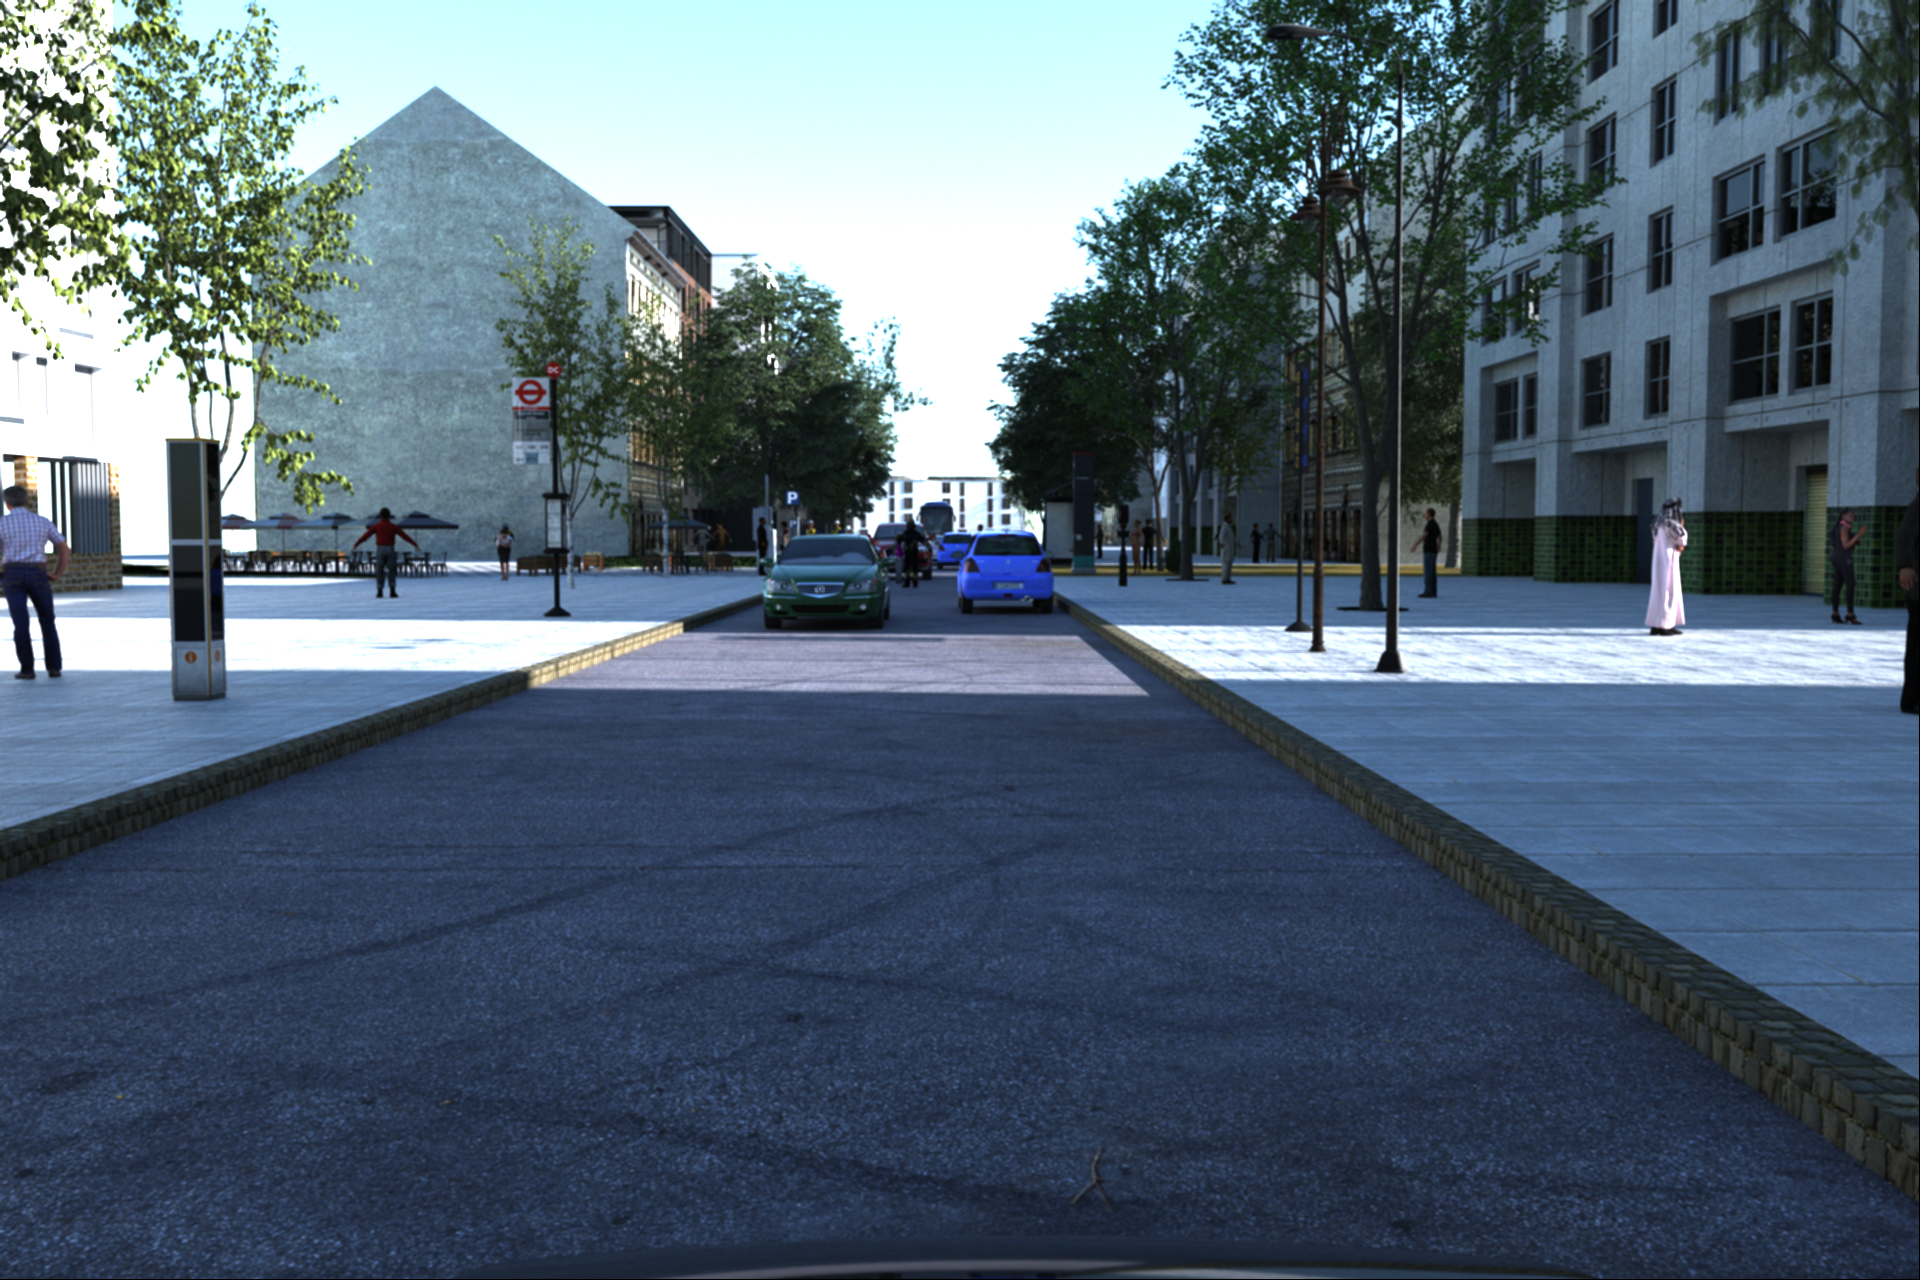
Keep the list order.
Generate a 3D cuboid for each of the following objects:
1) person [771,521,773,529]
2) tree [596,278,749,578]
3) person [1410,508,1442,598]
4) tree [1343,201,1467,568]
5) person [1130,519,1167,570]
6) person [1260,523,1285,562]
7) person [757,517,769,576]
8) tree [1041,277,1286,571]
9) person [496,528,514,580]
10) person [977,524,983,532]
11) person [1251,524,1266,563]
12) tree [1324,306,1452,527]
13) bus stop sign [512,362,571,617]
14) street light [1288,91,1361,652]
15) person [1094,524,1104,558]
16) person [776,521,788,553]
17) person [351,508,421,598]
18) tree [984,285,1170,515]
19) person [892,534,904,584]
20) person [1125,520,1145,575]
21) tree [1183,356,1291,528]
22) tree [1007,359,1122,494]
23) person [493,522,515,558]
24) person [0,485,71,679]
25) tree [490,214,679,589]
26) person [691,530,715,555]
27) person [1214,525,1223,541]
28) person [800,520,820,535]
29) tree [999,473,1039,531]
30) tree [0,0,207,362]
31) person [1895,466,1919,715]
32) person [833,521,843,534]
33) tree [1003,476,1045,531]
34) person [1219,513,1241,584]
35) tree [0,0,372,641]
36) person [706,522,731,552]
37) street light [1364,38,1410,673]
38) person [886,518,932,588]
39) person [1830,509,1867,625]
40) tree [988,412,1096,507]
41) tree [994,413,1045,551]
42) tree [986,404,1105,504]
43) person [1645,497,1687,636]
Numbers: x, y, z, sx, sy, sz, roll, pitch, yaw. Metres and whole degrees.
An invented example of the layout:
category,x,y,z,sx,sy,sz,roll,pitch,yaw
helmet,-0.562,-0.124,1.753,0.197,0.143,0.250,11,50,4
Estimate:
category,x,y,z,sx,sy,sz,roll,pitch,yaw
person,-7.793,-3.986,71.034,0.705,1.847,1.347,0,4,6
tree,-8.433,-6.146,50.851,4.737,8.622,4.395,0,3,0
person,9.499,-1.766,35.092,0.705,1.803,1.348,3,4,38
tree,18.749,-9.712,65.440,9.857,13.997,8.962,0,3,0
person,6.737,-3.425,61.929,1.347,1.837,0.705,1,4,10
person,14.325,-4.497,79.791,1.348,1.796,0.705,2,4,30
person,-6.092,-2.899,53.617,0.704,1.802,1.346,0,4,-2
tree,6.975,-7.669,59.803,8.767,10.594,7.601,0,4,4
person,-12.619,-2.363,47.862,0.628,1.438,0.799,-3,5,-42
person,0.784,-3.674,68.669,0.704,1.812,1.346,-1,4,-17
person,13.036,-4.223,75.767,0.721,1.740,1.216,3,5,39
tree,13.367,-6.462,56.014,4.360,8.622,3.978,0,3,0
bus stop sign,-6.515,-2.339,26.952,0.855,3.939,0.416,0,4,-1
street light,3.901,-2.809,18.718,0.468,5.910,1.993,0,3,0
person,7.362,-5.232,91.665,0.705,1.813,1.348,2,4,24
person,-7.603,-4.175,74.410,0.704,1.843,1.345,-2,4,-28
person,-11.610,-1.769,35.027,1.345,1.816,0.704,-1,4,-13
tree,5.943,-11.002,86.536,9.857,13.997,8.962,0,3,0
person,-1.696,-2.342,50.015,0.599,1.433,0.991,-2,4,-33
person,5.444,-2.890,54.054,0.721,1.733,1.217,-2,4,-25
tree,10.546,-7.153,67.317,4.737,8.622,4.395,0,3,0
tree,6.433,-10.715,100.948,9.928,11.665,9.643,0,3,0
person,-22.189,-4.815,84.487,0.705,1.858,1.354,2,4,30
person,-8.315,-0.513,15.376,0.756,1.711,0.436,-2,4,-32
tree,-8.953,-5.489,40.107,4.737,8.622,4.395,0,3,0
person,-13.514,-5.188,91.009,1.347,1.806,0.705,1,4,12
person,13.550,-5.042,88.621,1.347,1.806,0.705,3,4,38
person,-5.284,-3.351,61.250,1.216,1.772,0.721,0,4,-2
tree,5.730,-12.685,157.768,4.360,8.622,3.978,0,3,0
tree,-8.659,-3.923,14.501,4.737,8.622,4.395,0,3,0
person,6.959,-0.380,12.392,1.348,1.807,0.705,-3,5,-41
person,-5.060,-3.974,70.945,0.705,1.833,1.349,-2,4,-32
tree,5.485,-12.267,150.920,4.360,8.622,3.978,0,3,0
person,6.881,-2.342,44.381,0.704,1.819,1.344,2,4,29
tree,-8.780,-4.270,20.171,4.737,8.622,4.395,0,3,0
person,-10.296,-4.162,74.193,0.704,1.812,1.346,3,5,44
street light,4.561,-2.654,15.937,1.470,5.913,1.316,0,3,0
person,-1.329,-2.338,46.460,1.354,1.856,0.705,1,4,23
person,12.709,-1.054,24.746,0.415,1.643,0.593,-2,4,-32
tree,6.482,-11.478,122.074,8.767,10.594,7.601,-1,4,-21
tree,6.484,-12.813,135.240,9.928,11.665,9.643,0,3,0
tree,6.151,-10.774,110.568,8.767,10.594,7.601,-2,4,-25
person,8.968,-0.929,21.899,0.621,1.740,0.551,-1,4,-10
